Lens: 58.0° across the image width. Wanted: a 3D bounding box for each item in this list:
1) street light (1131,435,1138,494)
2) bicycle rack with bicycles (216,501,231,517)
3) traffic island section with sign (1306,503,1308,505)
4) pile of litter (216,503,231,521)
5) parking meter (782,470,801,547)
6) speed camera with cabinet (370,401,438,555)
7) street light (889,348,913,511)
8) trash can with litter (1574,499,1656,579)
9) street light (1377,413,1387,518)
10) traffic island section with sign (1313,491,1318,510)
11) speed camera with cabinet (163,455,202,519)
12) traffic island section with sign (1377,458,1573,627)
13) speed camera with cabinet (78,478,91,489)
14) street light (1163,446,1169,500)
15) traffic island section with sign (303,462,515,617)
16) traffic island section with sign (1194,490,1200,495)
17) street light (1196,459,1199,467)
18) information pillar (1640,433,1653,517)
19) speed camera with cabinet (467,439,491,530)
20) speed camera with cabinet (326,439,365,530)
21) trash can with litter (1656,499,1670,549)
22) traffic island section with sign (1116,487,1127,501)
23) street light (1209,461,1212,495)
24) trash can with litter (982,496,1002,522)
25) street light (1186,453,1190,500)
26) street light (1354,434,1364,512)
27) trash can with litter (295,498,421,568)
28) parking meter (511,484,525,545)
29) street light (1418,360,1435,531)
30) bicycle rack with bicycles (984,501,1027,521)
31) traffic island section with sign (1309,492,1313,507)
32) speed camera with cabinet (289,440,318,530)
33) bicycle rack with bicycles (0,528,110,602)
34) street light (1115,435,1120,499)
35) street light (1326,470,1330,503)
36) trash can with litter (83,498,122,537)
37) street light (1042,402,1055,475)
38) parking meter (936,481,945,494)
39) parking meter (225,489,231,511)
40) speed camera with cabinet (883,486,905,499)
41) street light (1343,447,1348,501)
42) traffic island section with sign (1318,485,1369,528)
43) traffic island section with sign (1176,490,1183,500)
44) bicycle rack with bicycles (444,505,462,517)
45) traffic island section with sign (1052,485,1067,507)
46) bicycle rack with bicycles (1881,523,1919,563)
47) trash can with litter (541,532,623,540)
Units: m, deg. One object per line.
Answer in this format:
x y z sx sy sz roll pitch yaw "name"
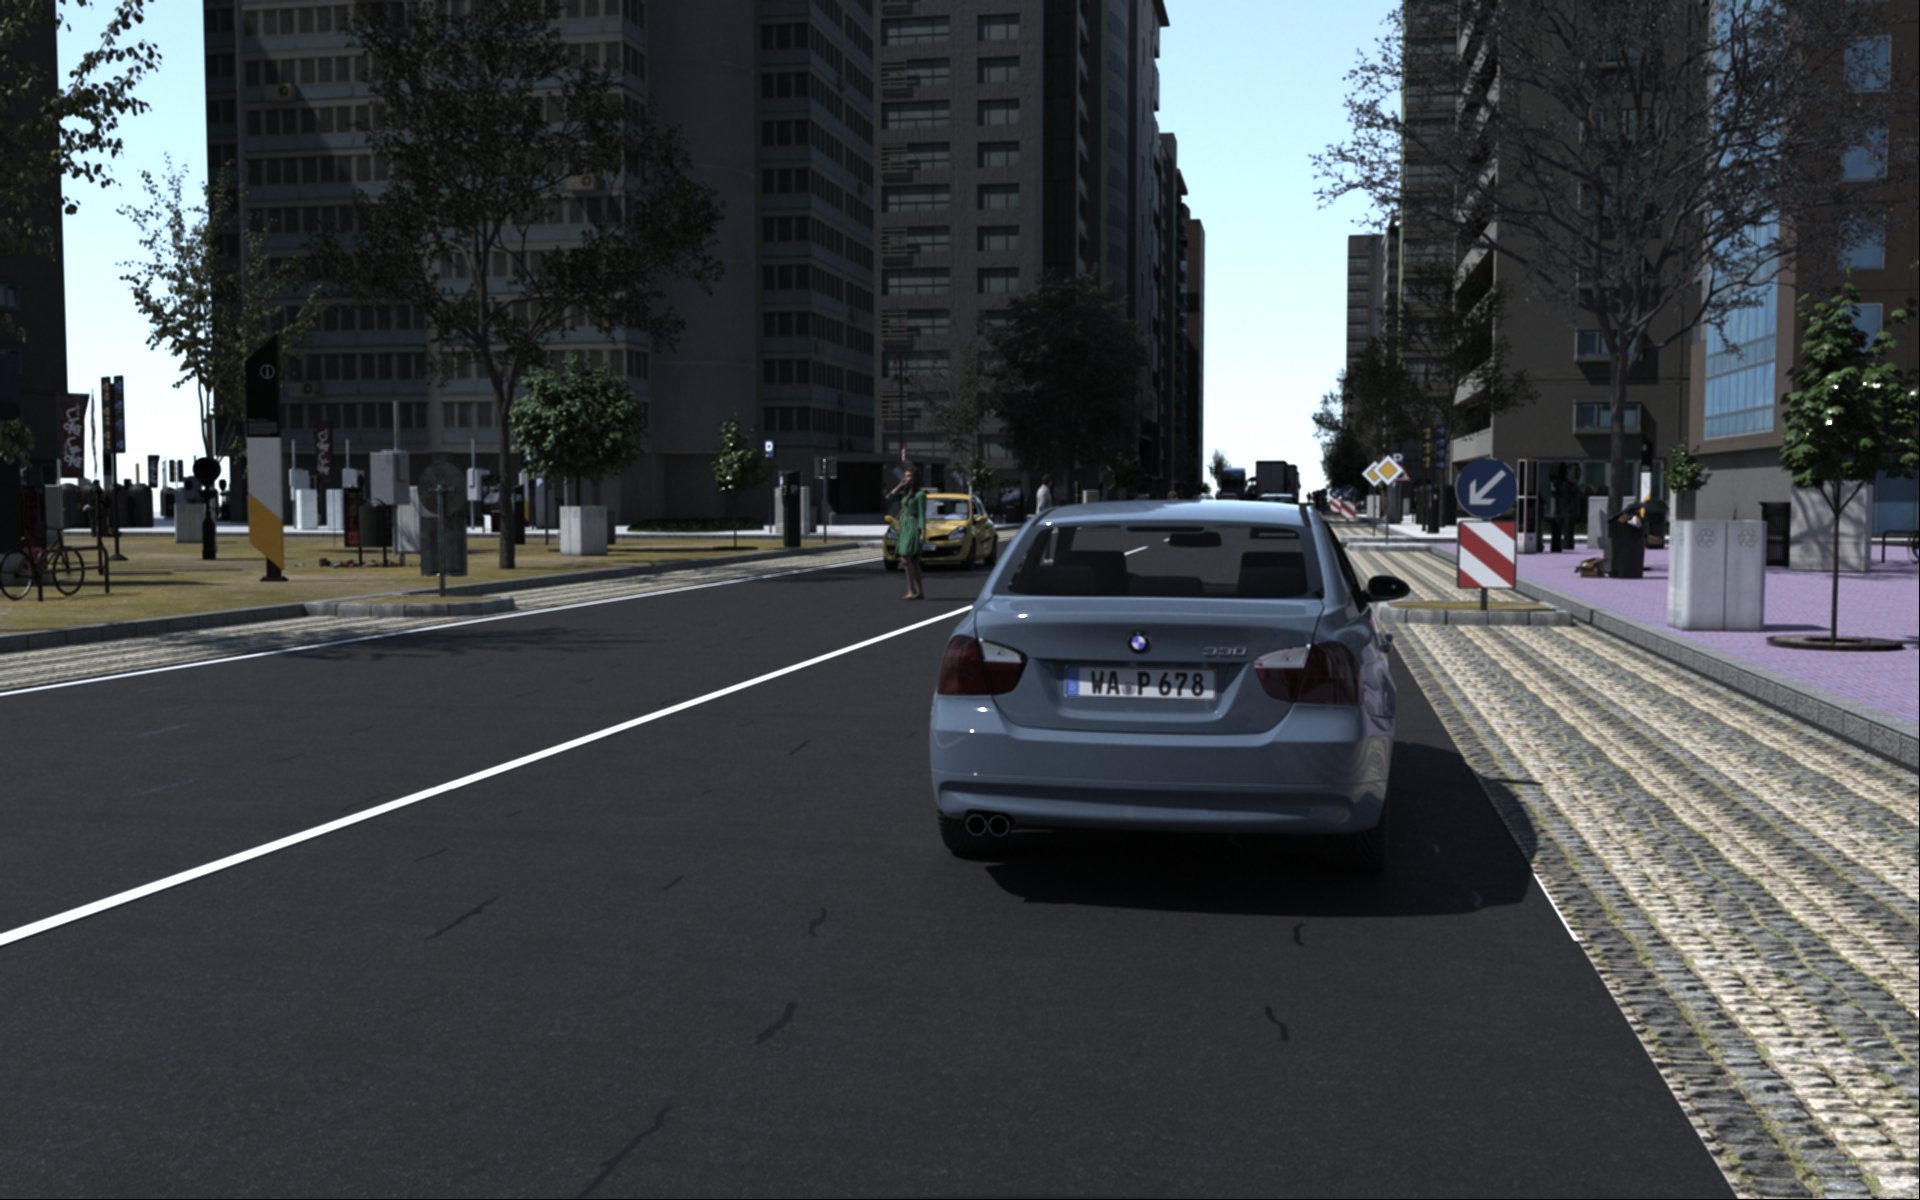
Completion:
13.210 -9.705 131.460 0.468 5.910 1.993 1 4 11 "street light"
-39.331 -4.782 91.572 2.925 0.926 2.852 -2 4 -25 "bicycle rack with bicycles"
36.649 -10.286 176.810 1.989 1.847 2.006 1 4 11 "traffic island section with sign"
-35.105 -4.169 82.126 1.176 0.858 1.719 2 4 31 "pile of litter"
-4.063 -2.204 41.746 0.399 1.863 0.255 -2 4 -31 "parking meter"
-11.963 -2.635 37.420 0.660 3.252 2.038 1 4 11 "speed camera with cabinet"
-1.871 -5.031 55.039 0.468 5.910 1.993 1 4 11 "street light"
9.932 -0.920 26.430 1.055 1.170 0.624 3 5 39 "trash can with litter"
22.542 -7.331 92.650 0.468 5.910 1.993 1 4 11 "street light"
21.730 -5.638 100.816 1.989 1.847 2.006 1 4 11 "traffic island section with sign"
-39.327 -5.703 87.587 2.038 3.252 0.660 1 4 22 "speed camera with cabinet"
5.796 -0.678 19.709 1.989 1.847 2.006 1 4 11 "traffic island section with sign"
-49.479 -6.314 97.562 0.660 3.252 2.038 -1 4 -13 "speed camera with cabinet"
19.412 -11.659 163.419 0.468 5.910 1.993 1 4 11 "street light"
-6.528 -0.754 20.961 1.989 1.847 2.006 1 4 11 "traffic island section with sign"
24.571 -10.432 179.185 1.989 1.847 2.006 1 4 11 "traffic island section with sign"
28.967 -14.615 211.746 0.468 5.910 1.993 1 4 11 "street light"
26.256 -4.582 66.271 0.183 3.616 0.504 -1 4 -22 "information pillar"
-16.803 -4.124 61.770 2.038 3.252 0.660 3 5 44 "speed camera with cabinet"
-22.001 -4.140 62.029 0.660 3.252 2.038 0 4 4 "speed camera with cabinet"
16.462 -1.803 40.860 0.624 1.170 1.055 1 4 17 "trash can with litter"
9.685 -5.801 103.473 1.989 1.847 2.006 1 4 11 "traffic island section with sign"
35.221 -16.567 243.658 0.468 5.910 1.993 1 4 11 "street light"
1.086 -4.231 80.231 1.678 1.210 2.233 -2 4 -34 "trash can with litter"
25.756 -13.610 195.314 0.468 5.910 1.993 1 4 11 "street light"
28.814 -9.292 124.716 0.468 5.910 1.993 1 4 11 "street light"
-10.720 -1.206 30.776 2.233 1.210 1.678 1 4 16 "trash can with litter"
-11.270 -2.181 44.072 0.372 1.533 0.369 0 3 0 "parking meter"
16.100 -5.329 59.914 0.468 5.910 1.993 1 4 11 "street light"
1.751 -4.327 84.126 2.925 0.926 2.852 -2 4 -29 "bicycle rack with bicycles"
31.352 -8.636 149.820 1.989 1.847 2.006 1 4 11 "traffic island section with sign"
-23.820 -4.191 62.853 0.660 3.252 2.038 -2 4 -31 "speed camera with cabinet"
-12.011 -0.485 21.319 2.852 0.926 2.925 0 4 -1 "bicycle rack with bicycles"
10.785 -8.961 119.303 0.468 5.910 1.993 1 4 11 "street light"
59.689 -18.895 281.720 0.468 5.910 1.993 1 4 11 "street light"
-25.607 -2.470 51.773 0.624 1.170 1.055 1 4 11 "trash can with litter"
4.454 -7.010 87.406 0.468 5.910 1.993 1 4 11 "street light"
-0.896 -4.468 78.766 0.399 1.863 0.255 1 4 18 "parking meter"
-39.673 -5.232 93.956 0.372 1.533 0.369 0 3 0 "parking meter"
-3.737 -6.044 93.150 2.038 3.252 0.660 1 4 23 "speed camera with cabinet"
37.122 -11.873 166.919 0.468 5.910 1.993 1 4 11 "street light"
16.528 -4.021 74.366 1.989 1.847 2.006 1 4 11 "traffic island section with sign"
19.284 -8.786 152.281 1.989 1.847 2.006 1 4 11 "traffic island section with sign"
-17.977 -2.762 58.546 2.852 0.926 2.925 0 4 3 "bicycle rack with bicycles"
4.412 -4.158 76.610 1.989 1.847 2.006 1 4 11 "traffic island section with sign"
18.316 -1.120 31.693 2.852 0.926 2.925 0 4 -5 "bicycle rack with bicycles"
-10.471 -2.286 48.427 2.233 1.210 1.678 2 4 28 "trash can with litter"
